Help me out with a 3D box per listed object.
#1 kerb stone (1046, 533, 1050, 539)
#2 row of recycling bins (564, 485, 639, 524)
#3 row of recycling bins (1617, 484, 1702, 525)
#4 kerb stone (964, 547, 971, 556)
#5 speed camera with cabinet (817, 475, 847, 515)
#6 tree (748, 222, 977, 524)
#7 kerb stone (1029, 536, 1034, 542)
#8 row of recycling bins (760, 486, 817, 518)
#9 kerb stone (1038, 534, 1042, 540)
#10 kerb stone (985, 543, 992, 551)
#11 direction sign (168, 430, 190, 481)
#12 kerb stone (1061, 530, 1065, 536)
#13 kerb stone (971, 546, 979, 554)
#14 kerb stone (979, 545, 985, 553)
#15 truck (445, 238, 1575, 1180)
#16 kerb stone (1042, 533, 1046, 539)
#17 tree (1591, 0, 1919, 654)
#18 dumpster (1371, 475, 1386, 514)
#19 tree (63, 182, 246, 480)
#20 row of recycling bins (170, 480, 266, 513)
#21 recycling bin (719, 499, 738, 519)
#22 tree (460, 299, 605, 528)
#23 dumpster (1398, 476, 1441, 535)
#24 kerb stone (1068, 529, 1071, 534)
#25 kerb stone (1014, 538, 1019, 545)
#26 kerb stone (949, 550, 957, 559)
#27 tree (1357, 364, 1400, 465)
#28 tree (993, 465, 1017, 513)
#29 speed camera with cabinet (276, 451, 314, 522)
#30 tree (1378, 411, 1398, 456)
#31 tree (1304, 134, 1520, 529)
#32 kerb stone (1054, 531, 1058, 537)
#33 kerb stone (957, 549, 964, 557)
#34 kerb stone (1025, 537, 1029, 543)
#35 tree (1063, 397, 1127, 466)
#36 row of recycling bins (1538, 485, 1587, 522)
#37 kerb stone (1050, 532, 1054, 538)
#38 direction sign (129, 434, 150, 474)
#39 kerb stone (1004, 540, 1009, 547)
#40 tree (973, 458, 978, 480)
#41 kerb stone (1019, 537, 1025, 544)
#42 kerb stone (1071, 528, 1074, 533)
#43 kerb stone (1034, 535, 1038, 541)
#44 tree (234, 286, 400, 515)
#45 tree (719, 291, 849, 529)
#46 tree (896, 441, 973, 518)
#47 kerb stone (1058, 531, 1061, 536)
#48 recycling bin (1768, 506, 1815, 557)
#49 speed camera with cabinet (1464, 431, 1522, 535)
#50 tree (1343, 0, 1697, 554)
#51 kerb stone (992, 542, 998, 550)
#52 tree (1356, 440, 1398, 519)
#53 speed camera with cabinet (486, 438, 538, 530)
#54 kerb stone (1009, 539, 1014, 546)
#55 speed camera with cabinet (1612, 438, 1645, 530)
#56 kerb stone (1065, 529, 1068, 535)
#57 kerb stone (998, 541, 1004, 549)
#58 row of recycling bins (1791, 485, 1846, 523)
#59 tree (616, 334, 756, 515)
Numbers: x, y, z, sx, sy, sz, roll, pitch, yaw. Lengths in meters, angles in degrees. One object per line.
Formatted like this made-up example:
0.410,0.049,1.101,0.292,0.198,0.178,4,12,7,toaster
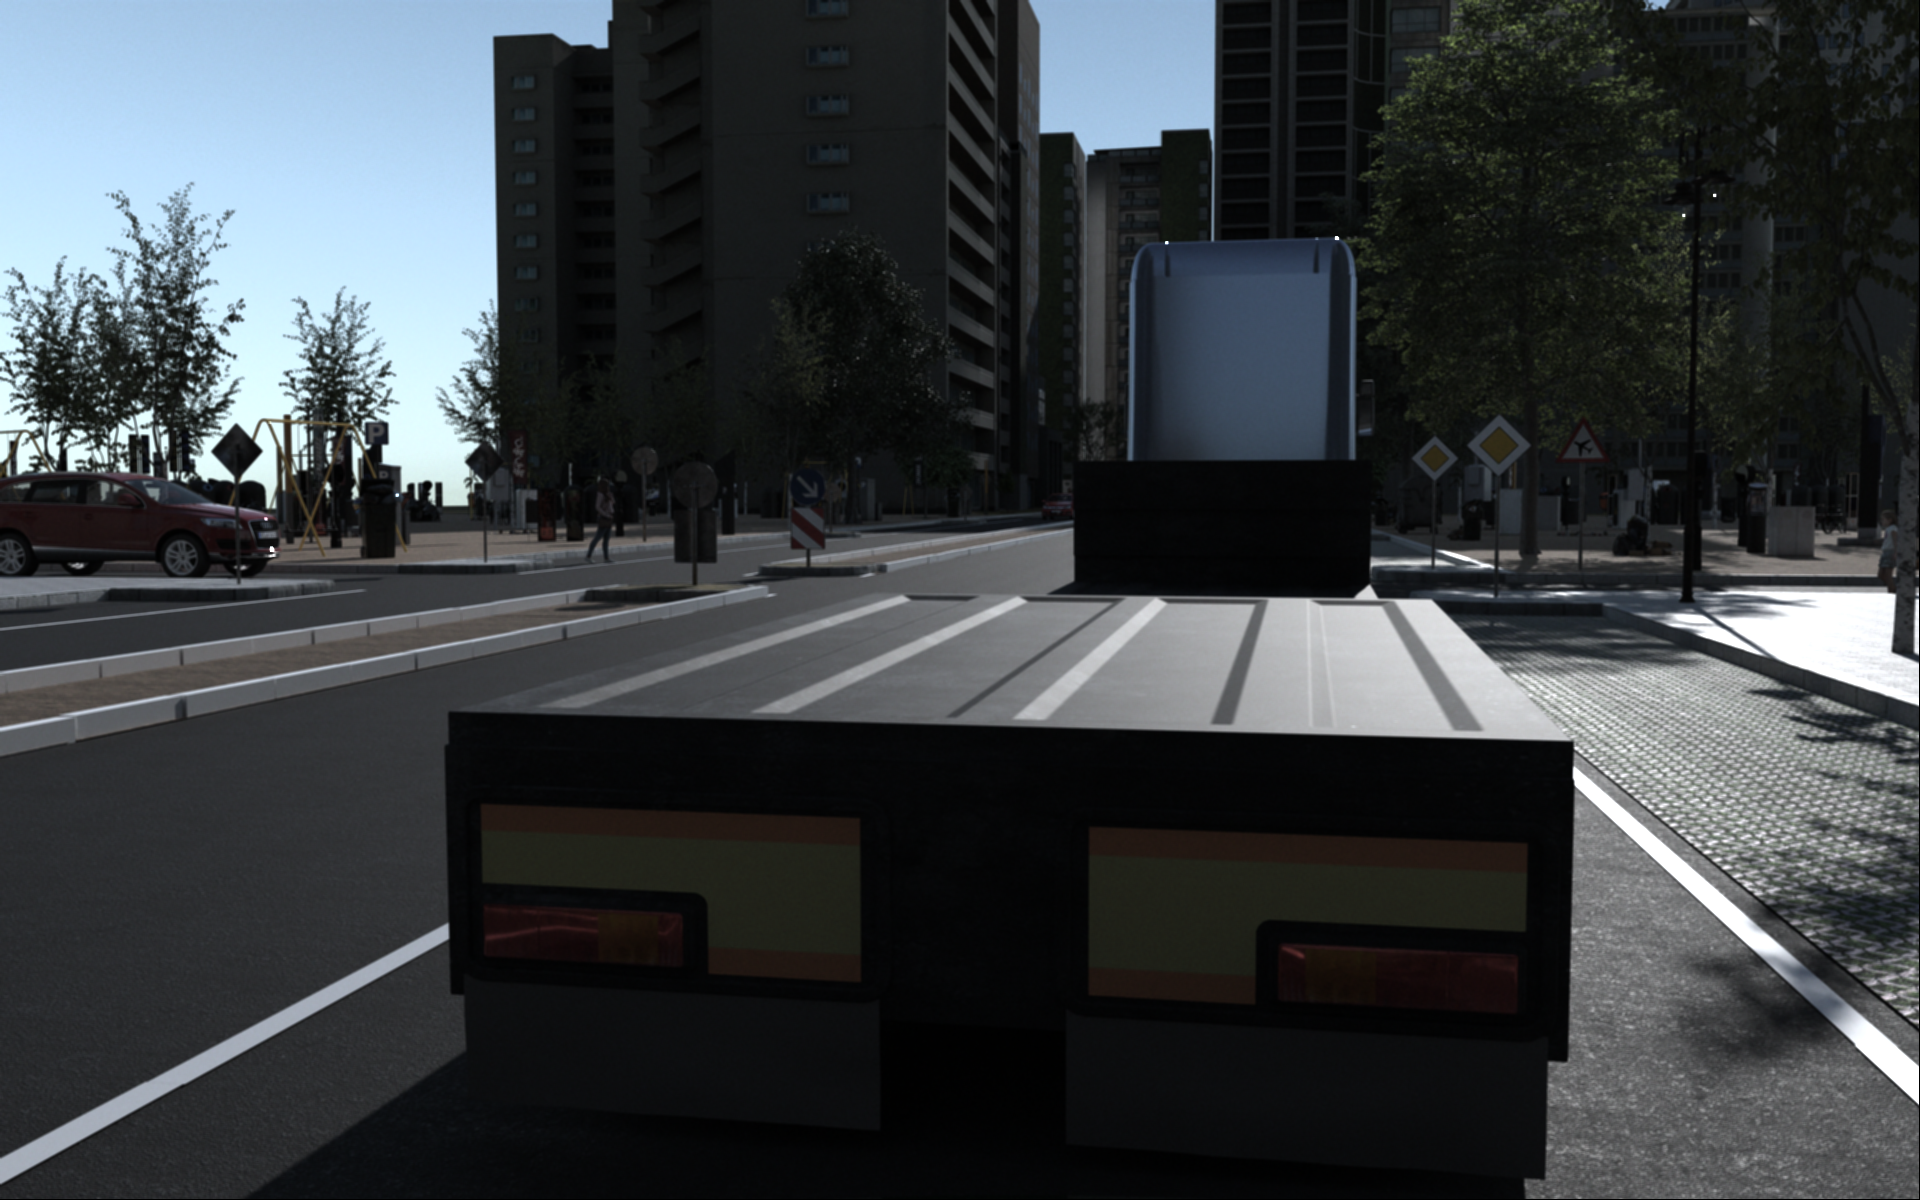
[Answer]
2.698,-2.039,55.533,0.120,0.150,1.000,1,4,10,kerb stone
-15.680,-4.211,75.969,3.534,1.692,1.069,-3,5,-42,row of recycling bins
29.290,-4.023,72.888,3.534,1.692,1.069,1,4,21,row of recycling bins
0.068,-1.107,40.375,0.120,0.150,1.000,1,4,10,kerb stone
-7.873,-6.748,104.668,2.038,3.252,0.660,0,4,-7,speed camera with cabinet
-4.544,-9.577,73.585,9.611,12.733,9.660,0,3,0,tree
1.991,-1.789,51.495,0.120,0.150,1.000,1,4,10,kerb stone
-9.105,-5.233,92.672,3.534,1.692,1.069,-3,5,-43,row of recycling bins
2.347,-1.913,53.519,0.120,0.150,1.000,1,4,10,kerb stone
0.597,-1.292,43.407,0.120,0.150,1.000,1,4,10,kerb stone
-27.552,-4.231,61.175,0.379,3.537,0.876,1,4,22,direction sign
3.400,-2.287,59.586,0.120,0.150,1.000,1,4,10,kerb stone
0.254,-1.174,41.390,0.120,0.150,1.000,1,4,10,kerb stone
0.424,-1.236,42.400,0.120,0.150,1.000,1,4,10,kerb stone
1.848,-1.406,12.746,2.967,4.110,18.799,1,4,11,truck
2.519,-1.976,54.527,0.120,0.150,1.000,1,4,10,kerb stone
7.506,-3.889,13.952,4.737,8.622,4.395,0,3,0,tree
19.269,-4.845,81.712,1.502,2.255,1.985,1,4,10,dumpster
-19.031,-5.553,41.159,4.360,8.622,3.978,0,3,0,tree
-22.452,-2.748,52.044,1.069,1.692,3.534,2,4,27,row of recycling bins
-11.753,-4.605,87.852,0.722,1.027,0.722,1,4,22,recycling bin
-16.896,-7.073,66.009,4.737,8.622,4.395,0,3,0,tree
14.750,-3.048,55.589,1.264,1.857,1.865,1,4,10,dumpster
3.736,-2.410,61.603,0.120,0.150,1.000,1,4,10,kerb stone
1.462,-1.606,48.451,0.120,0.150,1.000,1,4,10,kerb stone
-0.269,-0.988,38.347,0.120,0.150,1.000,1,4,10,kerb stone
23.349,-9.007,97.626,4.737,8.622,4.395,0,3,0,tree
3.229,-7.447,116.360,1.663,3.219,1.824,0,3,0,tree
-30.381,-5.187,79.142,0.660,3.252,2.038,1,4,16,speed camera with cabinet
23.526,-10.539,106.732,8.767,10.594,7.601,-1,4,-18,tree
16.255,-9.555,62.884,9.857,13.997,8.962,0,3,0,tree
3.040,-2.163,57.560,0.120,0.150,1.000,1,4,10,kerb stone
-0.107,-1.050,39.365,0.120,0.150,1.000,1,4,10,kerb stone
1.819,-1.730,50.488,0.120,0.150,1.000,1,4,10,kerb stone
14.169,-15.768,183.560,9.928,11.665,9.643,0,3,0,tree
27.956,-4.545,81.425,1.069,1.692,3.534,-2,4,-31,row of recycling bins
2.865,-2.101,56.542,0.120,0.150,1.000,1,4,10,kerb stone
-31.264,-4.529,66.046,0.379,3.537,0.876,2,4,26,direction sign
1.120,-1.482,46.433,0.120,0.150,1.000,1,4,10,kerb stone
-0.631,-7.089,99.622,4.285,4.588,4.351,0,3,0,tree
1.648,-1.668,49.467,0.120,0.150,1.000,1,4,10,kerb stone
3.917,-2.473,62.626,0.120,0.150,1.000,1,4,10,kerb stone
2.173,-1.854,52.506,0.120,0.150,1.000,1,4,10,kerb stone
-22.425,-6.835,62.122,4.737,8.622,4.395,0,3,0,tree
-6.312,-6.877,62.805,4.360,8.622,3.978,0,3,0,tree
-1.838,-6.622,91.991,4.285,4.588,4.351,0,3,0,tree
3.222,-2.223,58.580,0.120,0.150,1.000,1,4,10,kerb stone
17.129,-1.415,35.686,0.722,1.027,0.722,1,4,10,recycling bin
16.921,-3.673,54.396,2.038,3.252,0.660,3,5,41,speed camera with cabinet
11.797,-7.258,36.788,7.486,12.596,7.792,0,3,0,tree
0.782,-1.359,44.416,0.120,0.150,1.000,1,4,10,kerb stone
21.002,-6.486,89.754,4.285,4.588,4.351,0,3,0,tree
-15.889,-4.142,62.056,2.038,3.252,0.660,-2,4,-31,speed camera with cabinet
1.294,-1.544,47.442,0.120,0.150,1.000,1,4,10,kerb stone
24.070,-4.162,62.382,0.660,3.252,2.038,0,4,7,speed camera with cabinet
3.570,-2.340,60.595,0.120,0.150,1.000,1,4,10,kerb stone
0.951,-1.419,45.424,0.120,0.150,1.000,1,4,10,kerb stone
39.167,-4.359,78.379,3.534,1.692,1.069,-1,4,-20,row of recycling bins
-12.483,-7.888,79.327,4.737,8.622,4.395,0,3,0,tree
